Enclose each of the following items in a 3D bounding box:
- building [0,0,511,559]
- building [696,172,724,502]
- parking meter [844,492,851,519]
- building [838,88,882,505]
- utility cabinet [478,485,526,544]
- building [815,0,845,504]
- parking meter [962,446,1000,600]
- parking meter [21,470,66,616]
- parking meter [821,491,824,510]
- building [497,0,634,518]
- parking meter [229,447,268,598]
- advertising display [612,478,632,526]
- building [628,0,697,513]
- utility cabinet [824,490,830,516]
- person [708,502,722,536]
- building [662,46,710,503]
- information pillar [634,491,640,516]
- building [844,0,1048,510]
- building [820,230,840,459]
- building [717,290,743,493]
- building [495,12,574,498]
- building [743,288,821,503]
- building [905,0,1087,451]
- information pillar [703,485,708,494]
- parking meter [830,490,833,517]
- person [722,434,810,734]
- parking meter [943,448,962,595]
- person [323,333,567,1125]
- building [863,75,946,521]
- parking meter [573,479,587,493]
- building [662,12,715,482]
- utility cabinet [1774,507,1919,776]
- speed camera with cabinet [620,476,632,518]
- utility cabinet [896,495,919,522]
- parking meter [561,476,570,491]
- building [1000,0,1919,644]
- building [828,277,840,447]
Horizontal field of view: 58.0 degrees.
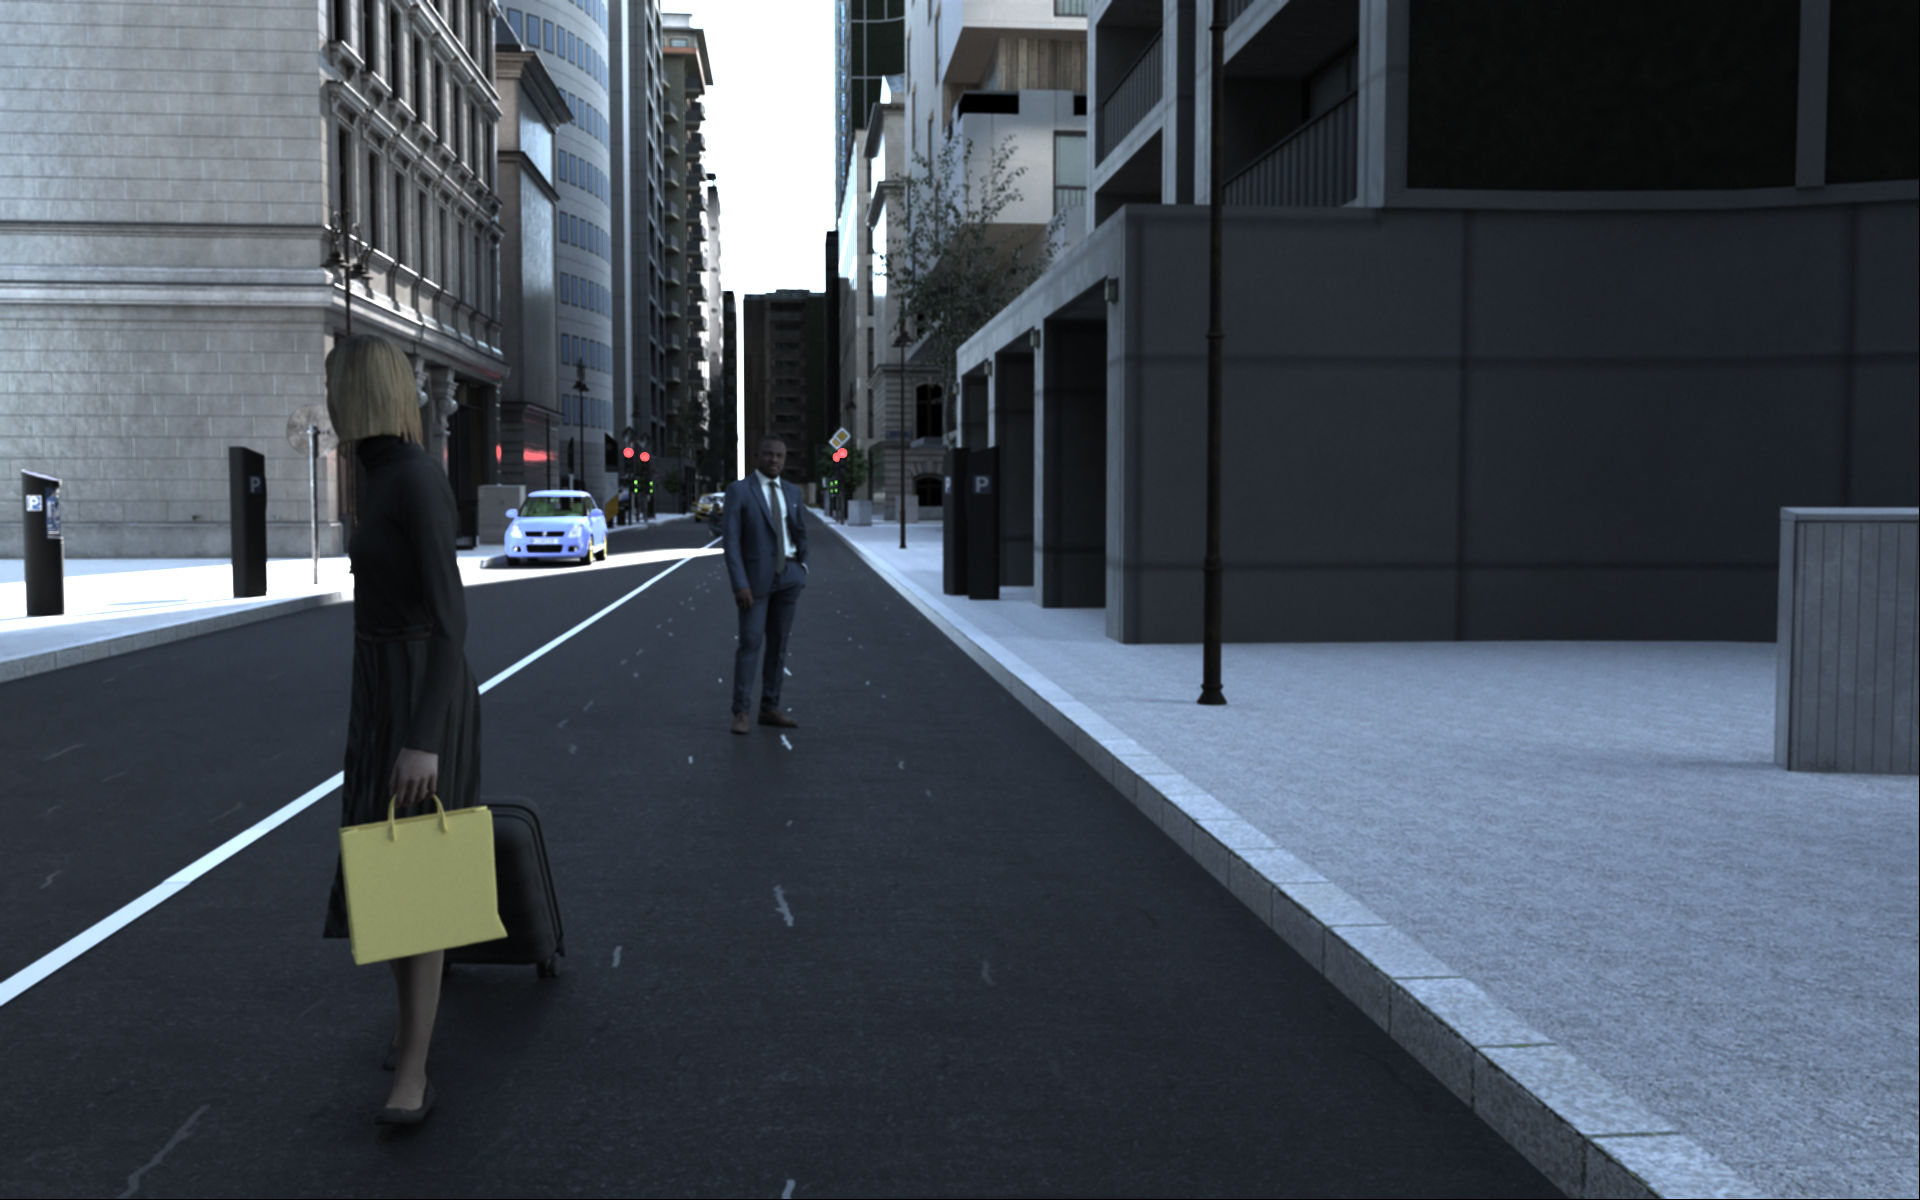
[{"bbox_3d":[-17.097,-11.255,34.933,10.553,20.767,40.483,0,4,-6],"label":"building"},{"bbox_3d":[-37.309,-32.854,220.761,14.086,41.232,14.154,0,4,-6],"label":"building"},{"bbox_3d":[-5.783,-5.097,89.050,0.399,1.863,0.255,2,4,33],"label":"parking meter"},{"bbox_3d":[1.599,-19.454,122.591,19.350,26.468,34.151,0,4,-6],"label":"building"},{"bbox_3d":[-11.535,-2.136,43.608,1.173,1.500,0.318,1,4,15],"label":"utility cabinet"},{"bbox_3d":[-6.593,-55.089,213.381,22.319,86.520,31.000,0,4,-6],"label":"building"},{"bbox_3d":[0.273,-0.940,21.078,0.399,1.863,0.255,1,4,10],"label":"parking meter"},{"bbox_3d":[-9.677,-0.604,18.290,0.372,1.533,0.369,0,3,0],"label":"parking meter"},{"bbox_3d":[-11.123,-8.278,141.061,0.255,1.863,0.399,-3,4,-36],"label":"parking meter"},{"bbox_3d":[-29.371,-33.579,91.008,21.231,58.520,28.212,0,4,-6],"label":"building"},{"bbox_3d":[-8.860,-0.970,21.579,0.255,1.863,0.399,1,4,20],"label":"parking meter"},{"bbox_3d":[-13.803,-3.994,70.523,0.974,1.923,0.123,2,4,26],"label":"advertising display"},{"bbox_3d":[-29.659,-41.902,123.349,20.563,71.187,20.611,0,4,-6],"label":"building"},{"bbox_3d":[-7.346,-5.476,98.203,0.318,1.500,1.173,-2,4,-25],"label":"utility cabinet"},{"bbox_3d":[-8.166,-2.734,58.706,0.738,1.151,1.012,0,4,-7],"label":"person"},{"bbox_3d":[-35.744,-31.333,166.920,22.147,44.769,28.867,0,4,-6],"label":"building"},{"bbox_3d":[-18.555,-5.802,99.361,0.304,2.012,0.304,0,4,-4],"label":"information pillar"},{"bbox_3d":[-3.202,-44.970,173.512,20.563,71.187,20.611,0,4,-6],"label":"building"},{"bbox_3d":[-7.943,-25.688,191.701,14.160,30.474,14.107,0,4,-6],"label":"building"},{"bbox_3d":[-38.370,-28.899,244.193,14.107,30.474,14.160,0,4,-6],"label":"building"},{"bbox_3d":[-24.501,-12.160,63.442,19.286,19.102,10.561,0,4,-6],"label":"building"},{"bbox_3d":[-23.845,-29.034,246.400,14.107,30.474,14.160,0,4,-6],"label":"building"},{"bbox_3d":[12.363,-28.664,57.901,28.713,52.752,27.495,0,4,-6],"label":"building"},{"bbox_3d":[-19.987,-8.038,135.907,0.304,2.012,0.304,1,4,21],"label":"information pillar"},{"bbox_3d":[-7.036,-5.365,96.136,0.372,1.533,0.369,0,3,0],"label":"parking meter"},{"bbox_3d":[-1.209,-0.120,10.650,0.419,1.800,0.721,3,5,44],"label":"person"},{"bbox_3d":[-0.041,-1.000,22.063,0.255,1.863,0.399,-1,4,-21],"label":"parking meter"},{"bbox_3d":[-1.306,0.261,4.451,0.699,1.804,1.509,0,4,5],"label":"person"},{"bbox_3d":[12.727,-16.481,88.553,34.723,24.649,14.460,0,4,-6],"label":"building"},{"bbox_3d":[-15.063,-3.862,68.849,0.399,1.863,0.255,0,4,2],"label":"parking meter"},{"bbox_3d":[-42.333,-37.017,194.474,28.713,52.752,27.495,0,4,-6],"label":"building"},{"bbox_3d":[4.354,0.194,7.994,1.020,1.237,0.306,1,4,12],"label":"utility cabinet"},{"bbox_3d":[-17.601,-5.900,90.798,0.660,3.252,2.038,-1,4,-18],"label":"speed camera with cabinet"},{"bbox_3d":[-2.440,-4.202,79.859,1.020,1.237,0.306,-1,4,-20],"label":"utility cabinet"},{"bbox_3d":[-12.438,-2.990,54.605,0.255,1.863,0.399,-1,4,-9],"label":"parking meter"},{"bbox_3d":[11.100,-35.465,18.112,20.563,71.187,20.611,0,4,-6],"label":"building"},{"bbox_3d":[-4.870,-19.415,147.118,12.332,23.373,15.834,0,4,-6],"label":"building"}]
